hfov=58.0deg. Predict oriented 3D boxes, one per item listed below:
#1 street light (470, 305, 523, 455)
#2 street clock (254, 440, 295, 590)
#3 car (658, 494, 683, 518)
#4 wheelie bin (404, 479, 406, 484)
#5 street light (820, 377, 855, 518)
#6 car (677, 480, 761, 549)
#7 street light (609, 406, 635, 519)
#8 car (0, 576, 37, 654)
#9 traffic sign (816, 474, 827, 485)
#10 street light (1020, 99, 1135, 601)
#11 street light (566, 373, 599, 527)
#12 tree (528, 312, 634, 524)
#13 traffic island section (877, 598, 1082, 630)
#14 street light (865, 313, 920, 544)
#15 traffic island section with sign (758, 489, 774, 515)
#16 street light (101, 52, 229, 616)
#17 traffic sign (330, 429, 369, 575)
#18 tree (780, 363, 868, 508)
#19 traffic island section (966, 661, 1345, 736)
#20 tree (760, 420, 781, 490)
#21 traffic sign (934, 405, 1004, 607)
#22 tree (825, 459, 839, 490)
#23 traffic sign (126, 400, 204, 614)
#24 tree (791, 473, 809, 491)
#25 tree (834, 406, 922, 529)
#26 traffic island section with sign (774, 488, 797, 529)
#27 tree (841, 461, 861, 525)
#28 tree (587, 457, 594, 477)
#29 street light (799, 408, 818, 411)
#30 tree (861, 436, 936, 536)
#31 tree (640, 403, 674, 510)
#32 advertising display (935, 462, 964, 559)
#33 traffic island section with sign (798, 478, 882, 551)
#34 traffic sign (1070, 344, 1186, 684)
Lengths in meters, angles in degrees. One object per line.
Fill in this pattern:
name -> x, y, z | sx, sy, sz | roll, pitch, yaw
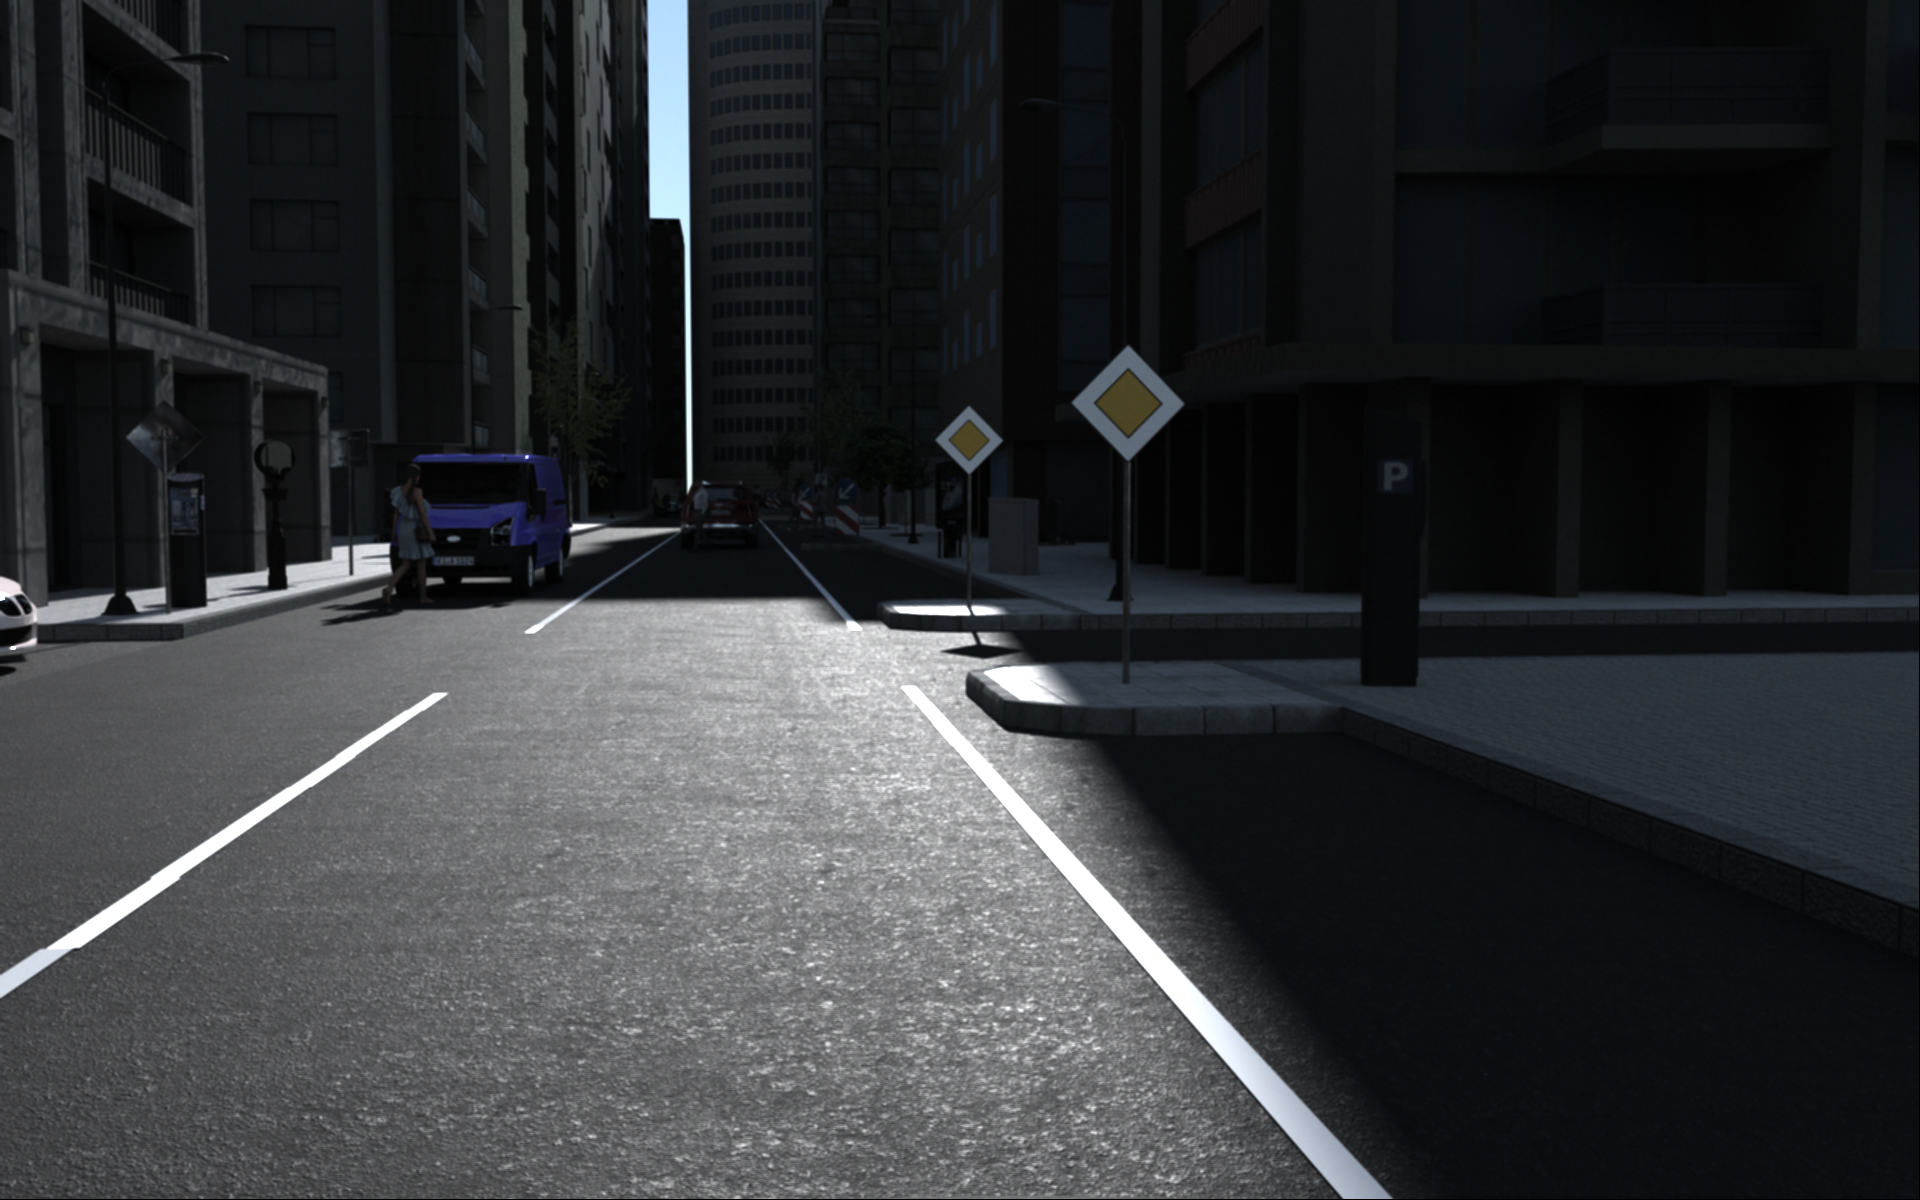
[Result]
street light -> -11.457, -4.291, 42.698 | 1.470, 5.913, 1.316 | 0, 4, -7
street clock -> -9.182, -1.142, 23.248 | 0.471, 2.002, 0.358 | -3, 5, -42
car -> -17.613, -5.918, 106.540 | 2.009, 1.686, 4.222 | 0, 4, -6
wheelie bin -> -11.833, -1.815, 37.582 | 0.693, 1.594, 0.980 | 2, 4, 27
street light -> -4.770, -5.898, 68.980 | 1.470, 5.913, 1.316 | 0, 4, -7
car -> -6.563, -2.357, 47.217 | 2.281, 1.827, 5.304 | 0, 4, -8
street light -> -17.735, -7.236, 90.853 | 1.470, 5.913, 1.316 | 0, 4, -7
car -> -9.934, -0.078, 13.639 | 4.827, 1.381, 2.083 | 0, 4, -7
traffic sign -> -6.958, -5.185, 86.898 | 0.606, 2.300, 0.079 | 0, 4, -4
street light -> 1.397, -2.940, 20.617 | 1.470, 5.913, 1.316 | 0, 4, -7
street light -> -14.543, -5.751, 66.568 | 1.470, 5.913, 1.316 | 0, 4, -7
tree -> -15.711, -7.333, 70.259 | 4.737, 8.622, 4.395 | 0, 3, 0
traffic island section -> 0.122, 0.160, 19.663 | 2.009, 0.180, 2.903 | 0, 4, -7
street light -> -1.750, -4.412, 44.670 | 1.470, 5.913, 1.316 | 0, 4, -7
traffic island section with sign -> -12.985, -6.887, 121.222 | 1.989, 1.847, 2.006 | 0, 4, -7
street light -> -8.401, -2.800, 18.328 | 1.470, 5.913, 1.316 | 0, 4, -7
traffic sign -> -9.628, -1.542, 27.338 | 0.606, 2.300, 0.079 | 0, 4, -1
tree -> -7.078, -8.943, 96.576 | 4.737, 8.622, 4.395 | 0, 3, 0
traffic island section -> 1.143, 0.645, 11.743 | 2.009, 0.180, 2.903 | 0, 4, -7
tree -> -16.641, -13.030, 163.395 | 4.737, 8.622, 4.395 | 0, 3, 0
traffic sign -> 0.099, -0.975, 19.583 | 0.795, 2.450, 0.064 | 0, 4, -7
tree -> -5.156, -5.246, 80.367 | 1.663, 3.219, 1.824 | 0, 3, 0
traffic sign -> -8.477, -0.909, 18.501 | 0.795, 2.450, 0.064 | 0, 4, -7
tree -> -14.561, -9.929, 156.933 | 1.663, 3.219, 1.824 | 0, 3, 0
tree -> -3.061, -4.923, 64.213 | 4.285, 4.588, 4.351 | 0, 3, 0
traffic island section with sign -> -6.496, -3.818, 71.045 | 1.989, 1.847, 2.006 | 0, 4, -7
tree -> -4.038, -4.755, 72.348 | 1.663, 3.219, 1.824 | 0, 3, 0
tree -> -21.013, -6.573, 91.186 | 4.285, 4.588, 4.351 | 0, 3, 0
street light -> -7.941, -7.384, 93.272 | 1.470, 5.913, 1.316 | 0, 4, -7
tree -> -1.741, -3.572, 53.005 | 1.663, 3.219, 1.824 | 0, 3, 0
tree -> -25.043, -11.520, 138.706 | 4.360, 8.622, 3.978 | 0, 3, 0
advertising display -> -0.202, -1.810, 34.815 | 0.123, 1.923, 0.974 | 2, 4, 29
traffic island section with sign -> -3.058, -2.182, 44.309 | 1.989, 1.847, 2.006 | 0, 4, -7
traffic sign -> 1.121, -0.491, 11.663 | 0.795, 2.450, 0.064 | 0, 4, -7
